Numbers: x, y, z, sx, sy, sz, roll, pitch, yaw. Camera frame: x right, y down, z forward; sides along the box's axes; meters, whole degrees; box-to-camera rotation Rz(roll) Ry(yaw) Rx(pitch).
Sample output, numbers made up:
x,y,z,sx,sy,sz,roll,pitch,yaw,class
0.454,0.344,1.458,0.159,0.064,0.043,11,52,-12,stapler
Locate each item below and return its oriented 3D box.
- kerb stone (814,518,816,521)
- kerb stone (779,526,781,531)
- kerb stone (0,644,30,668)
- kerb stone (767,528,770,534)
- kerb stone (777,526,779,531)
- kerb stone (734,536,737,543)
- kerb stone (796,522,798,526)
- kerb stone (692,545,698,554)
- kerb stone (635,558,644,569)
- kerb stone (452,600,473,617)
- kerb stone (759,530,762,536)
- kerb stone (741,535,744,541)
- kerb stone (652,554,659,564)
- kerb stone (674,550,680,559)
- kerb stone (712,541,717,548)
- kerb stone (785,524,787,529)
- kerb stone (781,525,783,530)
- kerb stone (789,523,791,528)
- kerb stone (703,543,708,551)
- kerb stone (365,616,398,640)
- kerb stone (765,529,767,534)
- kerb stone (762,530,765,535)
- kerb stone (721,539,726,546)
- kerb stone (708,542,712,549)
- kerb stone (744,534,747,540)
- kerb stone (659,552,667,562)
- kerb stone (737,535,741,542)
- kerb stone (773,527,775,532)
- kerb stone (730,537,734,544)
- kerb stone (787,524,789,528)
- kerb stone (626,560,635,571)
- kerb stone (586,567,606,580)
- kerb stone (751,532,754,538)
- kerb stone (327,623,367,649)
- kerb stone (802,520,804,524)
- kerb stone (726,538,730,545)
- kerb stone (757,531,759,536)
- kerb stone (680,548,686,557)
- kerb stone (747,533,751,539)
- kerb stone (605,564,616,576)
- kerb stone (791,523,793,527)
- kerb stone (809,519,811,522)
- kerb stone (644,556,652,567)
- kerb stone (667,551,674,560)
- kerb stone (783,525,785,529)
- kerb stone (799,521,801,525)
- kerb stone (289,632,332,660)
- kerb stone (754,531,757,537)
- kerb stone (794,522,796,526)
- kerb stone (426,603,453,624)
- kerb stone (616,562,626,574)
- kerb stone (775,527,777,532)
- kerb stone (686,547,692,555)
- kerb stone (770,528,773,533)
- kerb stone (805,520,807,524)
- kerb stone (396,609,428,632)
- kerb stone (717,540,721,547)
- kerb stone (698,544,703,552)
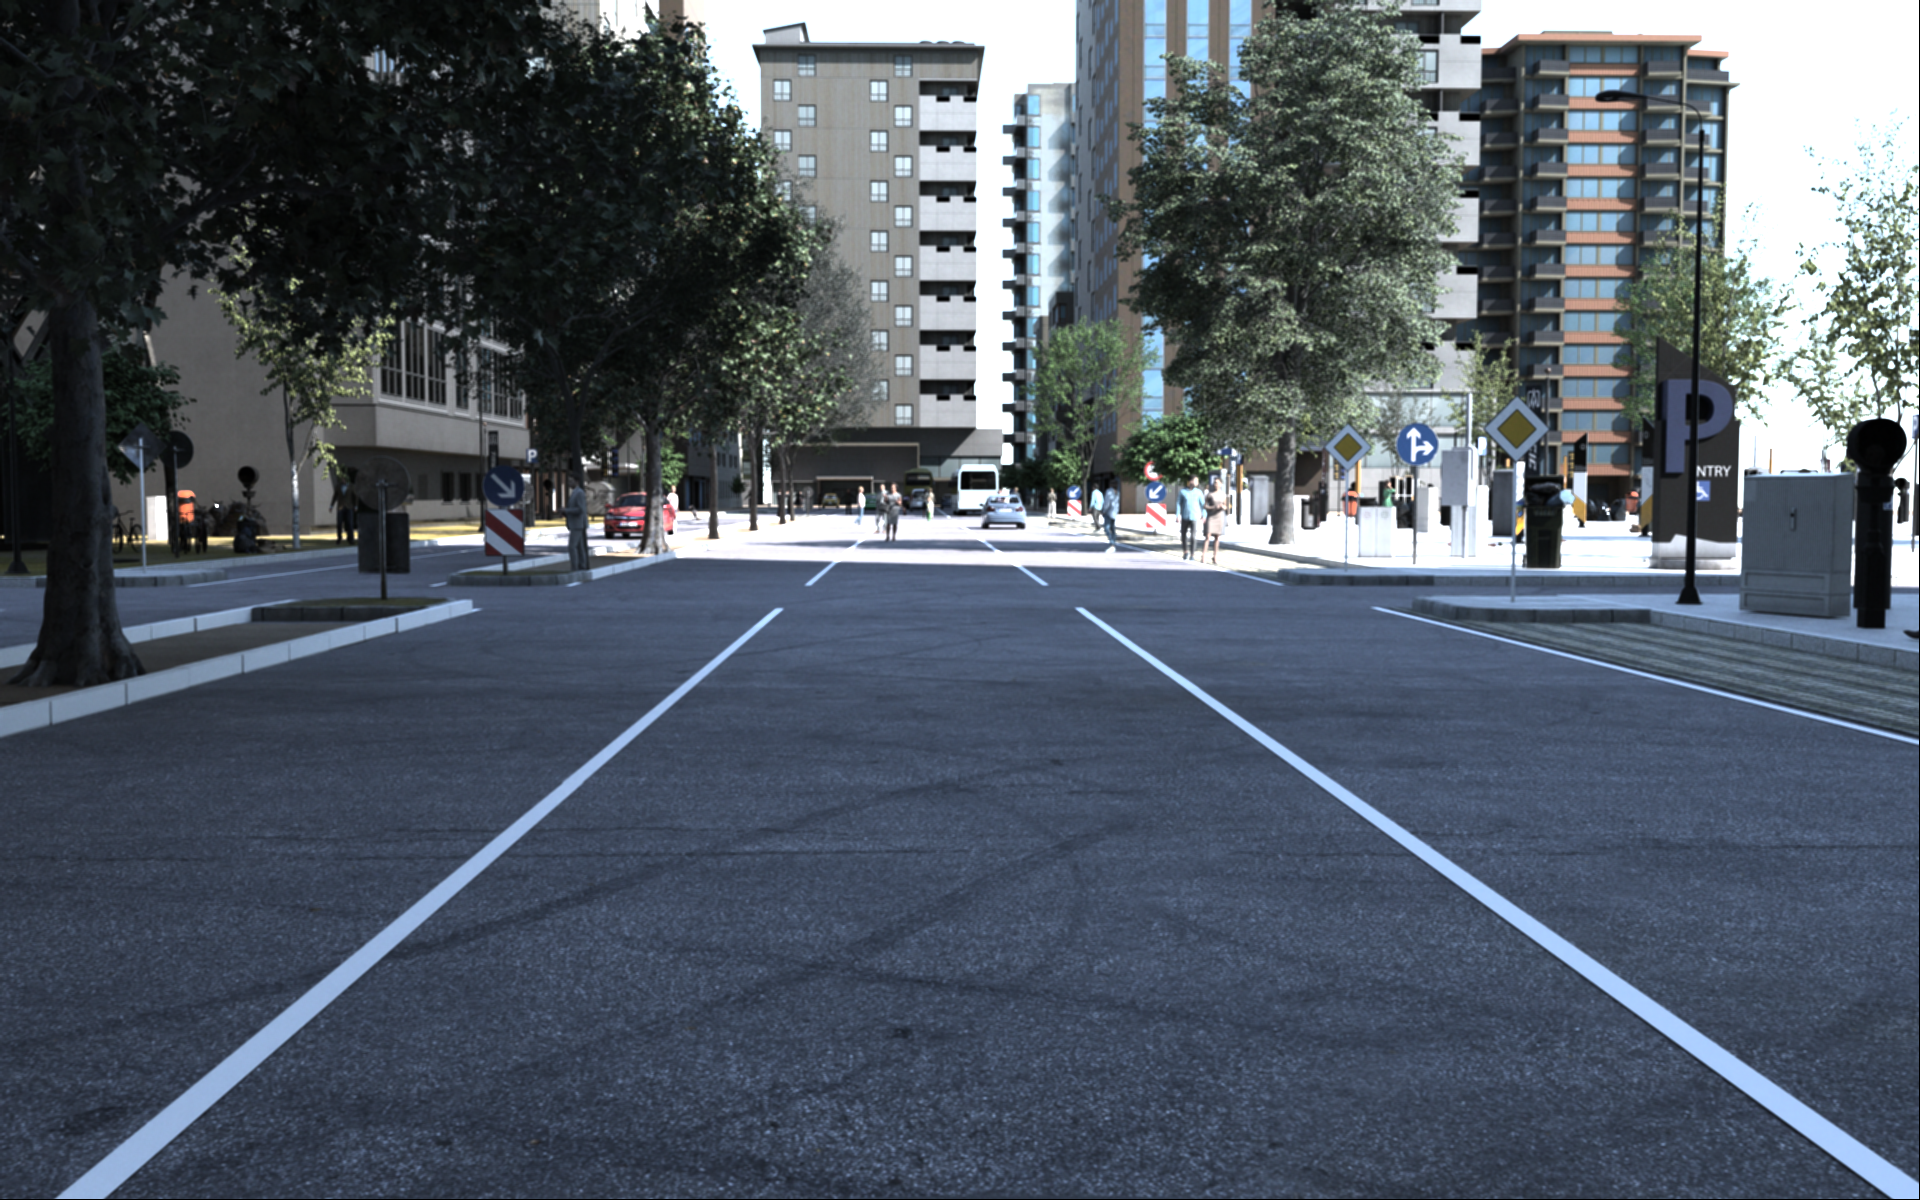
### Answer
x,y,z,sx,sy,sz,roll,pitch,yaw,class
-7.700,-4.132,89.747,0.120,0.150,1.000,0,4,-1,kerb stone
-7.133,-2.751,67.168,0.120,0.150,1.000,0,4,-1,kerb stone
-7.898,0.479,14.365,0.120,0.150,1.000,0,4,-1,kerb stone
-7.011,-2.436,62.048,0.120,0.150,1.000,0,4,-1,kerb stone
-7.107,-2.687,66.145,0.120,0.150,1.000,0,4,-1,kerb stone
-6.719,-1.748,50.784,0.120,0.150,1.000,0,4,-1,kerb stone
-7.373,-3.315,76.396,0.120,0.150,1.000,0,4,-1,kerb stone
-6.483,-1.185,41.565,0.120,0.150,1.000,0,4,-1,kerb stone
-6.275,-0.679,33.365,0.120,0.150,1.000,0,4,-1,kerb stone
-5.955,0.104,20.488,0.120,0.150,1.000,0,4,-1,kerb stone
-6.929,-2.250,58.980,0.120,0.150,1.000,0,4,-1,kerb stone
-6.768,-1.874,52.836,0.120,0.150,1.000,0,4,-1,kerb stone
-6.341,-0.808,35.411,0.120,0.150,1.000,0,4,-1,kerb stone
-6.408,-0.997,38.489,0.120,0.150,1.000,0,4,-1,kerb stone
-6.586,-1.434,45.660,0.120,0.150,1.000,0,4,-1,kerb stone
-7.220,-2.930,70.242,0.120,0.150,1.000,0,4,-1,kerb stone
-7.159,-2.814,68.198,0.120,0.150,1.000,0,4,-1,kerb stone
-7.263,-3.064,72.287,0.120,0.150,1.000,0,4,-1,kerb stone
-6.541,-1.310,43.616,0.120,0.150,1.000,0,4,-1,kerb stone
-5.884,0.293,17.410,0.120,0.150,1.000,0,4,-1,kerb stone
-6.980,-2.375,61.026,0.120,0.150,1.000,0,4,-1,kerb stone
-6.950,-2.309,60.004,0.120,0.150,1.000,0,4,-1,kerb stone
-6.642,-1.560,47.714,0.120,0.150,1.000,0,4,-1,kerb stone
-6.572,-1.373,44.637,0.120,0.150,1.000,0,4,-1,kerb stone
-6.798,-1.937,53.867,0.120,0.150,1.000,0,4,-1,kerb stone
-6.359,-0.871,36.444,0.120,0.150,1.000,0,4,-1,kerb stone
-6.749,-1.811,51.806,0.120,0.150,1.000,0,4,-1,kerb stone
-7.060,-2.552,64.102,0.120,0.150,1.000,0,4,-1,kerb stone
-6.691,-1.686,49.762,0.120,0.150,1.000,0,4,-1,kerb stone
-7.240,-3.001,71.264,0.120,0.150,1.000,0,4,-1,kerb stone
-6.254,-0.615,32.338,0.120,0.150,1.000,0,4,-1,kerb stone
-6.180,-0.432,29.259,0.120,0.150,1.000,0,4,-1,kerb stone
-6.848,-2.062,55.911,0.120,0.150,1.000,0,4,-1,kerb stone
-5.855,0.356,16.382,0.120,0.150,1.000,0,4,-1,kerb stone
-7.466,-3.566,80.498,0.120,0.150,1.000,0,4,-1,kerb stone
-6.671,-1.621,48.736,0.120,0.150,1.000,0,4,-1,kerb stone
-6.901,-2.187,57.959,0.120,0.150,1.000,0,4,-1,kerb stone
-6.432,-1.059,39.516,0.120,0.150,1.000,0,4,-1,kerb stone
-6.820,-1.994,54.890,0.120,0.150,1.000,0,4,-1,kerb stone
-6.211,-0.495,30.288,0.120,0.150,1.000,0,4,-1,kerb stone
-7.293,-3.127,73.326,0.120,0.150,1.000,0,4,-1,kerb stone
-7.600,-3.877,85.648,0.120,0.150,1.000,0,4,-1,kerb stone
-6.301,-0.746,34.387,0.120,0.150,1.000,0,4,-1,kerb stone
-6.383,-0.933,37.467,0.120,0.150,1.000,0,4,-1,kerb stone
-7.190,-2.876,69.220,0.120,0.150,1.000,0,4,-1,kerb stone
-7.415,-3.441,78.451,0.120,0.150,1.000,0,4,-1,kerb stone
-5.823,0.419,15.357,0.120,0.150,1.000,0,4,-1,kerb stone
-6.872,-2.115,56.934,0.120,0.150,1.000,0,4,-1,kerb stone
-7.333,-3.253,75.374,0.120,0.150,1.000,0,4,-1,kerb stone
-5.928,0.168,19.466,0.120,0.150,1.000,0,4,-1,kerb stone
-6.228,-0.557,31.314,0.120,0.150,1.000,0,4,-1,kerb stone
-7.091,-2.626,65.123,0.120,0.150,1.000,0,4,-1,kerb stone
-6.459,-1.116,40.543,0.120,0.150,1.000,0,4,-1,kerb stone
-7.020,-2.499,63.070,0.120,0.150,1.000,0,4,-1,kerb stone
-7.528,-3.692,82.558,0.120,0.150,1.000,0,4,-1,kerb stone
-5.896,0.230,18.442,0.120,0.150,1.000,0,4,-1,kerb stone
-6.622,-1.498,46.692,0.120,0.150,1.000,0,4,-1,kerb stone
-6.507,-1.247,42.587,0.120,0.150,1.000,0,4,-1,kerb stone
